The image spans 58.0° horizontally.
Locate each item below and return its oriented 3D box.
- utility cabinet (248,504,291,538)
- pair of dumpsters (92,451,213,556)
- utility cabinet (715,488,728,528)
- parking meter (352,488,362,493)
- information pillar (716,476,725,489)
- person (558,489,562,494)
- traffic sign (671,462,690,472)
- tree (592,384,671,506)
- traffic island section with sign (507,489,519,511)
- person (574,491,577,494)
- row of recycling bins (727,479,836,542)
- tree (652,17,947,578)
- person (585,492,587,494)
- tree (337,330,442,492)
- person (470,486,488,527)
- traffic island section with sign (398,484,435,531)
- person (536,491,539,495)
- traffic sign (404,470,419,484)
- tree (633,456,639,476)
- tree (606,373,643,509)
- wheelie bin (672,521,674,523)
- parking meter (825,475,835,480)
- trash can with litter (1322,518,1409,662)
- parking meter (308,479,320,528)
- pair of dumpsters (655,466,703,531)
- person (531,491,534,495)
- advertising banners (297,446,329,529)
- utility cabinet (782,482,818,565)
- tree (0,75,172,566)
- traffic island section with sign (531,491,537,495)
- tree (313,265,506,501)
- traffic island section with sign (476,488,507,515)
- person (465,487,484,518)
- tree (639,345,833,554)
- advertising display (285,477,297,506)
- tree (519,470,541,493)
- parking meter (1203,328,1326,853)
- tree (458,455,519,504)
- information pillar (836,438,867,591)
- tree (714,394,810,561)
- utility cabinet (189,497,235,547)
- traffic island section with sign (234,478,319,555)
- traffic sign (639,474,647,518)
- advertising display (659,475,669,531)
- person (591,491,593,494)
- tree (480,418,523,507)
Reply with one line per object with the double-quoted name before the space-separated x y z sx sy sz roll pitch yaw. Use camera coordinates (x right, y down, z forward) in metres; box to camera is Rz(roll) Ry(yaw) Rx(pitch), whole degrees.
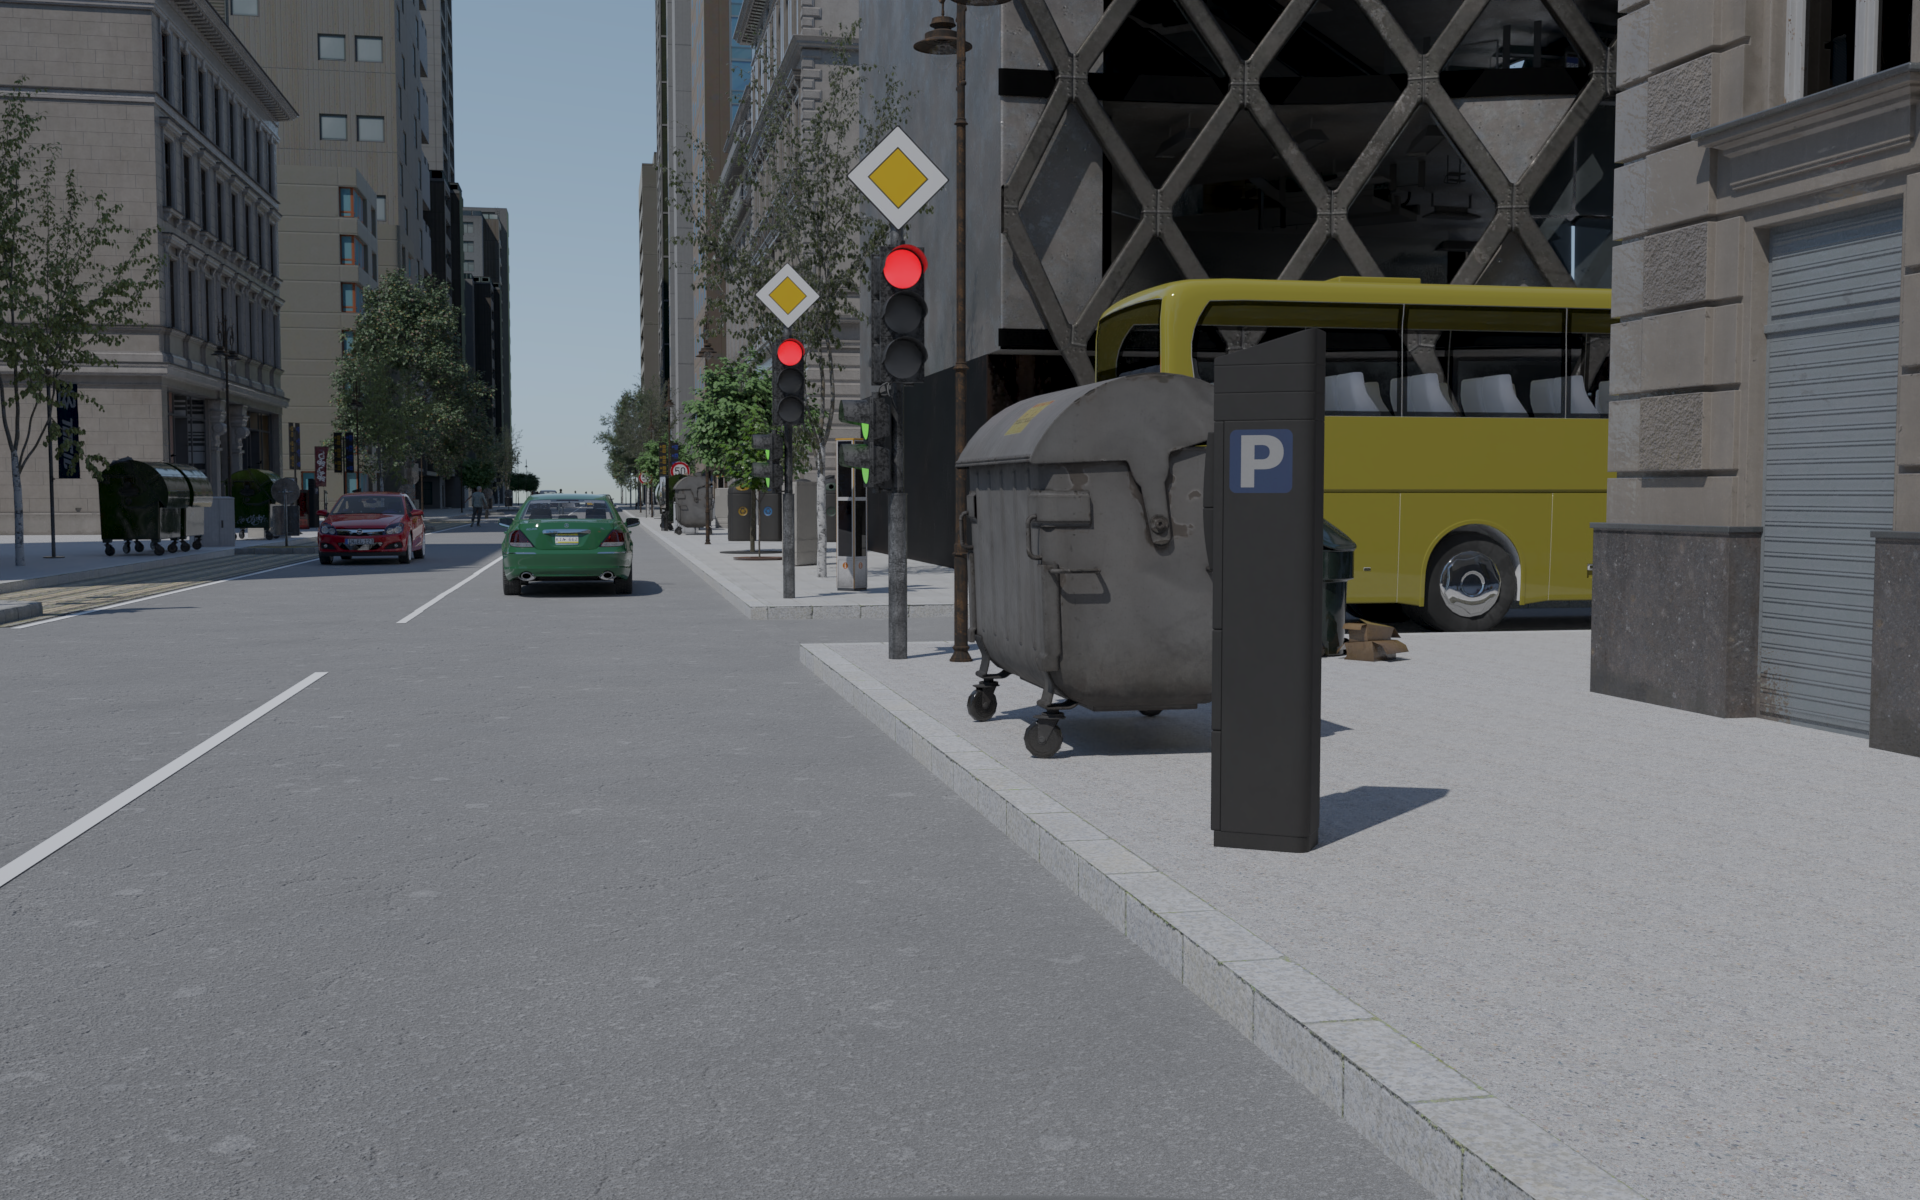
"utility cabinet" -20.044 -2.542 50.245 1.173 1.500 0.318 0 4 8
"pair of dumpsters" -17.551 -2.155 37.730 1.574 2.255 4.437 -1 4 -12
"utility cabinet" -8.536 -3.422 64.621 1.173 1.500 0.318 1 4 13
"parking meter" -25.090 -3.894 72.075 0.372 1.533 0.369 0 3 0
"information pillar" -9.751 -4.038 70.516 0.304 2.012 0.304 -1 4 -16
"person" -27.848 -6.875 120.922 1.348 1.822 0.705 0 4 -1
"traffic sign" -10.965 -4.150 67.951 0.768 2.556 0.104 0 4 -2
"tree" -33.564 -16.149 181.042 9.611 12.733 9.660 0 3 0
"traffic island section with sign" -37.371 -8.259 143.669 1.989 1.847 2.006 -1 4 -12
"person" -43.893 -11.561 197.533 1.348 1.823 0.705 3 5 39
"row of recycling bins" -4.681 -2.431 46.853 3.534 1.692 1.069 1 4 20
"tree" -2.365 -4.650 26.390 4.360 8.622 3.978 0 3 0
"person" -43.023 -11.647 199.723 1.217 1.735 0.721 3 5 43
"tree" -26.016 -7.838 78.513 4.737 8.622 4.395 0 3 0
"person" -20.951 -4.074 75.591 0.782 1.767 0.515 0 4 5
"traffic island section with sign" -21.753 -3.642 68.180 1.989 1.847 2.006 -1 4 -12
"person" -29.750 -6.863 122.185 0.415 1.643 0.593 0 4 -3
"traffic sign" -29.341 -5.663 92.688 0.768 2.556 0.104 0 4 -3
"tree" -15.236 -6.502 90.027 4.285 4.588 4.351 0 3 0
"tree" -18.386 -9.286 102.187 4.360 8.622 3.978 0 3 0
"wheelie bin" -12.734 -4.273 77.764 0.693 1.594 0.980 1 4 21
"parking meter" -3.986 -2.853 52.356 0.255 1.863 0.399 2 4 35
"trash can with litter" 3.037 -0.139 13.652 1.055 1.170 0.624 3 5 45
"parking meter" -24.585 -3.681 65.901 0.255 1.863 0.399 1 4 11
"pair of dumpsters" -10.185 -3.689 62.815 1.574 2.255 4.437 -1 4 -12
"person" -46.022 -10.859 186.732 0.721 1.739 1.217 3 5 44
"advertising banners" -23.911 -4.076 62.828 2.074 3.025 0.090 -3 4 -36
"utility cabinet" -2.820 -1.377 31.192 0.318 1.500 1.173 1 4 21
"tree" -16.605 -4.912 30.668 4.737 8.622 4.395 0 3 0
"traffic island section with sign" -48.576 -11.567 197.741 1.989 1.847 2.006 -1 4 -12
"tree" -27.700 -10.401 87.064 9.611 12.733 9.660 0 3 0
"traffic island section with sign" -31.911 -6.645 117.271 1.989 1.847 2.006 -1 4 -12
"person" -28.568 -5.723 102.077 0.705 1.824 1.348 3 4 38
"tree" -4.483 -3.291 37.514 4.285 4.588 4.351 0 3 0
"advertising display" -25.712 -3.754 66.589 0.123 1.923 0.974 0 4 1
"tree" -56.176 -14.382 218.862 4.285 4.588 4.351 0 3 0
"parking meter" 1.103 -0.036 6.301 0.399 1.863 0.255 1 4 23
"tree" -38.280 -9.394 137.312 4.285 4.588 4.351 0 3 0
"information pillar" -1.435 -1.130 22.965 0.304 2.012 0.304 2 4 34
"tree" -4.035 -2.395 33.757 1.663 3.219 1.824 0 3 0
"utility cabinet" -18.203 -1.895 42.147 0.306 1.237 1.020 3 5 41
"traffic island section with sign" -16.282 -2.028 41.784 1.989 1.847 2.006 -1 4 -12
"traffic sign" -16.886 -5.693 93.185 0.768 2.556 0.104 0 4 -7
"advertising display" -10.234 -3.347 59.945 0.123 1.923 0.974 -1 4 -22
"person" -50.766 -14.088 238.937 0.705 1.812 1.348 -1 4 -11
"tree" -44.789 -13.300 167.819 4.360 8.622 3.978 0 3 0
